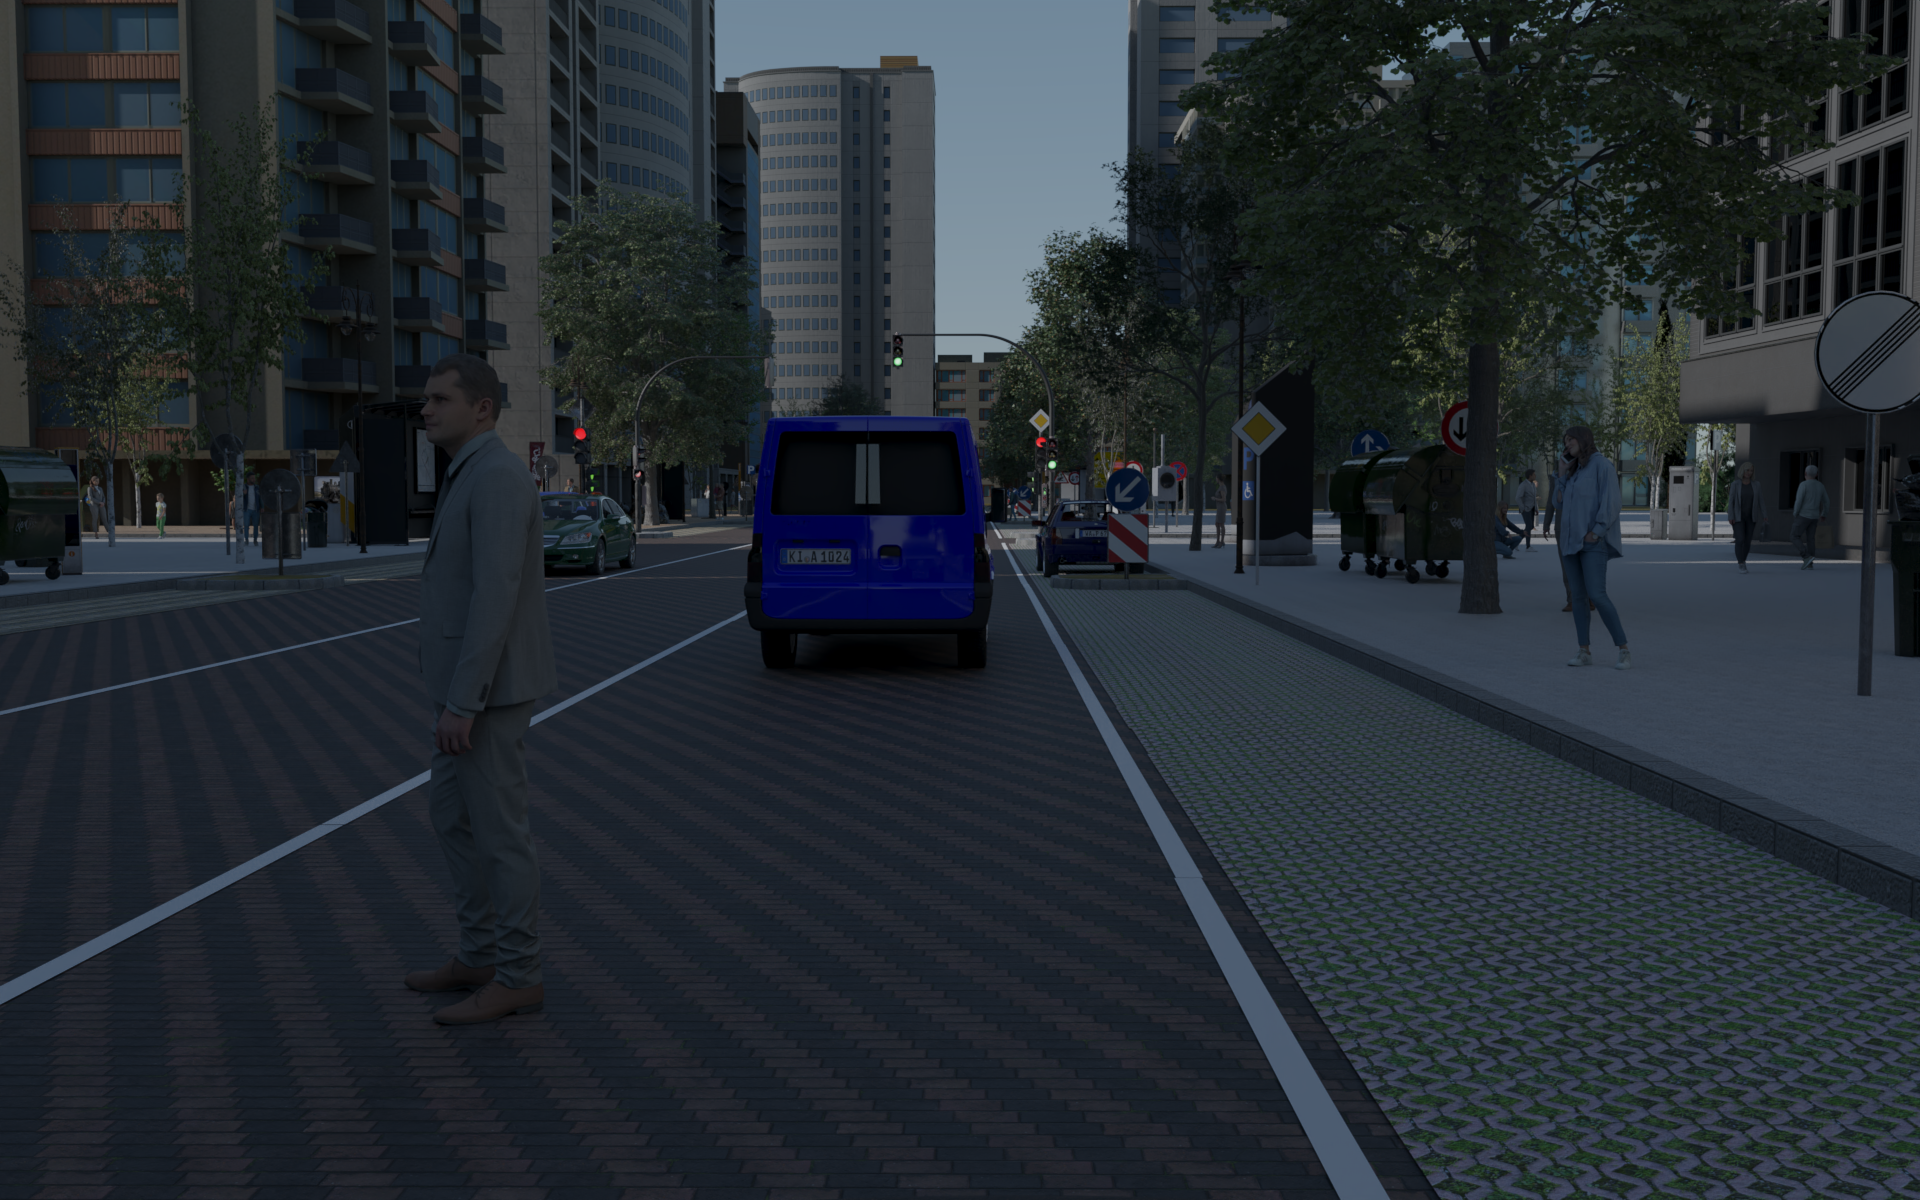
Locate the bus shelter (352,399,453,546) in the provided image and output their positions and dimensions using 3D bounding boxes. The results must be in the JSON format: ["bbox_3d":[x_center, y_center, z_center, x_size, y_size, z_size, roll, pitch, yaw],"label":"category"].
[{"bbox_3d":[-14.144,-3.338,45.854,1.731,3.624,6.357,0,4,1],"label":"bus shelter"}]

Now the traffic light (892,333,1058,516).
[{"bbox_3d":[0.477,-4.546,48.997,4.771,5.953,1.251,0,4,1],"label":"traffic light"}]

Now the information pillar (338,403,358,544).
[{"bbox_3d":[-15.706,-3.256,44.595,0.504,3.616,0.183,-1,4,-10],"label":"information pillar"}]

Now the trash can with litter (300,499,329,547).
[{"bbox_3d":[-15.529,-1.855,41.709,0.624,1.170,1.055,-1,4,-18],"label":"trash can with litter"}]

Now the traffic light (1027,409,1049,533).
[{"bbox_3d":[2.642,-4.170,57.104,0.839,4.253,0.868,0,4,1],"label":"traffic light"}]

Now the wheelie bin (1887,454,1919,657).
[{"bbox_3d":[7.747,-0.346,13.559,0.693,1.594,0.980,-2,4,-33],"label":"wheelie bin"}]

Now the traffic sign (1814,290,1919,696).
[{"bbox_3d":[5.761,-0.664,10.956,0.768,2.556,0.104,0,4,6],"label":"traffic sign"}]

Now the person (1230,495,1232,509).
[{"bbox_3d":[15.858,-5.496,100.593,0.332,1.250,0.352,1,4,15],"label":"person"}]

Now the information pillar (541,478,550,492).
[{"bbox_3d":[-14.716,-3.488,61.516,0.304,2.012,0.304,-1,4,-22],"label":"information pillar"}]

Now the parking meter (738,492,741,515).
[{"bbox_3d":[-13.609,-6.082,107.852,0.372,1.533,0.369,0,3,0],"label":"parking meter"}]

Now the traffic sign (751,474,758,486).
[{"bbox_3d":[-12.656,-6.605,108.105,0.768,2.556,0.104,0,4,6],"label":"traffic sign"}]

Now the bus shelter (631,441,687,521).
[{"bbox_3d":[-13.806,-5.443,80.281,1.731,3.624,6.357,0,4,0],"label":"bus shelter"}]

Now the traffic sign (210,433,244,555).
[{"bbox_3d":[-15.365,-2.214,36.301,0.768,2.556,0.104,0,4,8],"label":"traffic sign"}]

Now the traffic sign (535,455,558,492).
[{"bbox_3d":[-13.572,-3.473,56.896,0.768,2.556,0.104,0,4,3],"label":"traffic sign"}]

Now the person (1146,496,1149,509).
[{"bbox_3d":[15.449,-8.420,144.256,0.434,1.755,0.990,2,4,35],"label":"person"}]

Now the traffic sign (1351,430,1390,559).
[{"bbox_3d":[8.112,-2.092,34.308,0.768,2.556,0.104,0,4,5],"label":"traffic sign"}]

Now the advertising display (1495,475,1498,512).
[{"bbox_3d":[17.590,-3.245,58.267,0.974,1.923,0.123,3,5,45],"label":"advertising display"}]

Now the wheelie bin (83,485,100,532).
[{"bbox_3d":[-29.520,-3.103,58.648,0.980,1.594,0.693,3,5,43],"label":"wheelie bin"}]

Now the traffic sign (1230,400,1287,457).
[{"bbox_3d":[4.211,-1.506,24.354,0.795,2.593,0.064,0,4,7],"label":"traffic sign"}]

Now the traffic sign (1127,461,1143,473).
[{"bbox_3d":[6.634,-4.055,66.406,0.768,2.556,0.104,1,4,10],"label":"traffic sign"}]

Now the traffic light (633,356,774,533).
[{"bbox_3d":[-8.526,-5.049,57.225,4.771,5.953,1.251,0,4,1],"label":"traffic light"}]

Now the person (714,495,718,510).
[{"bbox_3d":[-19.492,-7.856,137.680,0.628,1.438,0.799,1,4,10],"label":"person"}]

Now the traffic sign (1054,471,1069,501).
[{"bbox_3d":[5.126,-5.398,88.263,0.884,2.594,0.081,0,4,4],"label":"traffic sign"}]

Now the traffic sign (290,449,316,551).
[{"bbox_3d":[-14.855,-2.267,39.195,0.606,2.300,0.079,0,4,5],"label":"traffic sign"}]

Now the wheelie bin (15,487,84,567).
[{"bbox_3d":[-16.184,-1.384,30.544,0.693,1.594,0.980,2,4,23],"label":"wheelie bin"}]

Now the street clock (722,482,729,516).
[{"bbox_3d":[-13.683,-5.888,100.845,0.471,2.002,0.358,-1,4,-18],"label":"street clock"}]

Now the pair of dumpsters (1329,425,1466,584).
[{"bbox_3d":[6.901,-1.480,26.687,1.574,2.255,4.437,0,4,1],"label":"pair of dumpsters"}]

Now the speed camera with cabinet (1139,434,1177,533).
[{"bbox_3d":[6.105,-3.846,57.218,2.038,3.252,0.660,-1,4,-13],"label":"speed camera with cabinet"}]

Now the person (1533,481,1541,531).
[{"bbox_3d":[20.200,-3.315,60.795,0.362,1.759,0.519,2,4,25],"label":"person"}]

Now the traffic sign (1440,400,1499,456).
[{"bbox_3d":[6.887,-1.429,23.475,0.768,2.556,0.104,1,4,9],"label":"traffic sign"}]

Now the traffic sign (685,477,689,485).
[{"bbox_3d":[-15.672,-5.965,97.530,0.884,2.594,0.081,1,4,9],"label":"traffic sign"}]

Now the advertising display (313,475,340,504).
[{"bbox_3d":[-21.550,-3.296,59.096,0.974,1.923,0.123,0,4,-2],"label":"advertising display"}]

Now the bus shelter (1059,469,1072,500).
[{"bbox_3d":[6.910,-6.799,105.081,2.014,3.302,5.546,0,4,1],"label":"bus shelter"}]

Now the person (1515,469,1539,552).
[{"bbox_3d":[12.580,-2.000,38.587,0.661,1.843,0.795,-3,4,-37],"label":"person"}]

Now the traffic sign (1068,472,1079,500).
[{"bbox_3d":[6.492,-5.979,97.864,0.768,2.556,0.104,0,4,6],"label":"traffic sign"}]

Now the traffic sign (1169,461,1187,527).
[{"bbox_3d":[8.439,-4.111,67.314,0.768,2.556,0.104,0,4,7],"label":"traffic sign"}]

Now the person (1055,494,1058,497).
[{"bbox_3d":[9.539,-10.453,177.664,1.217,1.743,0.721,2,4,33],"label":"person"}]

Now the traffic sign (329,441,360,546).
[{"bbox_3d":[-15.014,-2.593,42.400,0.884,2.594,0.081,0,4,4],"label":"traffic sign"}]

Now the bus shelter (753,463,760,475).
[{"bbox_3d":[-12.683,-7.404,114.974,2.014,3.302,5.546,0,4,0],"label":"bus shelter"}]

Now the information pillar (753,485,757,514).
[{"bbox_3d":[-13.161,-6.560,111.741,0.304,2.012,0.304,2,4,35],"label":"information pillar"}]

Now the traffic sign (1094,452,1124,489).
[{"bbox_3d":[7.320,-5.364,81.573,2.265,3.308,0.079,1,4,8],"label":"traffic sign"}]

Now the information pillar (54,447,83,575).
[{"bbox_3d":[-14.112,-1.402,27.417,0.304,2.012,0.304,-3,4,-38],"label":"information pillar"}]

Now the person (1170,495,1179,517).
[{"bbox_3d":[12.097,-5.640,98.036,0.659,1.850,0.755,2,4,29],"label":"person"}]

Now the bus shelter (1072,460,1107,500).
[{"bbox_3d":[7.314,-6.053,92.890,2.014,3.302,5.546,0,4,0],"label":"bus shelter"}]

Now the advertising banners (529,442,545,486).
[{"bbox_3d":[-14.794,-3.749,57.478,2.074,3.025,0.090,-1,4,-22],"label":"advertising banners"}]

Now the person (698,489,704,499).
[{"bbox_3d":[-22.069,-8.651,148.197,0.721,1.735,1.217,2,4,25],"label":"person"}]

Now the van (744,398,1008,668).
[{"bbox_3d":[-0.669,-0.706,15.936,2.240,2.365,5.245,0,4,1],"label":"van"}]

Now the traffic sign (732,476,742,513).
[{"bbox_3d":[-14.726,-7.049,115.259,0.884,2.594,0.081,0,4,6],"label":"traffic sign"}]

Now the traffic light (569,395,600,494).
[{"bbox_3d":[-10.692,-3.688,49.224,0.839,4.253,0.868,0,4,1],"label":"traffic light"}]
